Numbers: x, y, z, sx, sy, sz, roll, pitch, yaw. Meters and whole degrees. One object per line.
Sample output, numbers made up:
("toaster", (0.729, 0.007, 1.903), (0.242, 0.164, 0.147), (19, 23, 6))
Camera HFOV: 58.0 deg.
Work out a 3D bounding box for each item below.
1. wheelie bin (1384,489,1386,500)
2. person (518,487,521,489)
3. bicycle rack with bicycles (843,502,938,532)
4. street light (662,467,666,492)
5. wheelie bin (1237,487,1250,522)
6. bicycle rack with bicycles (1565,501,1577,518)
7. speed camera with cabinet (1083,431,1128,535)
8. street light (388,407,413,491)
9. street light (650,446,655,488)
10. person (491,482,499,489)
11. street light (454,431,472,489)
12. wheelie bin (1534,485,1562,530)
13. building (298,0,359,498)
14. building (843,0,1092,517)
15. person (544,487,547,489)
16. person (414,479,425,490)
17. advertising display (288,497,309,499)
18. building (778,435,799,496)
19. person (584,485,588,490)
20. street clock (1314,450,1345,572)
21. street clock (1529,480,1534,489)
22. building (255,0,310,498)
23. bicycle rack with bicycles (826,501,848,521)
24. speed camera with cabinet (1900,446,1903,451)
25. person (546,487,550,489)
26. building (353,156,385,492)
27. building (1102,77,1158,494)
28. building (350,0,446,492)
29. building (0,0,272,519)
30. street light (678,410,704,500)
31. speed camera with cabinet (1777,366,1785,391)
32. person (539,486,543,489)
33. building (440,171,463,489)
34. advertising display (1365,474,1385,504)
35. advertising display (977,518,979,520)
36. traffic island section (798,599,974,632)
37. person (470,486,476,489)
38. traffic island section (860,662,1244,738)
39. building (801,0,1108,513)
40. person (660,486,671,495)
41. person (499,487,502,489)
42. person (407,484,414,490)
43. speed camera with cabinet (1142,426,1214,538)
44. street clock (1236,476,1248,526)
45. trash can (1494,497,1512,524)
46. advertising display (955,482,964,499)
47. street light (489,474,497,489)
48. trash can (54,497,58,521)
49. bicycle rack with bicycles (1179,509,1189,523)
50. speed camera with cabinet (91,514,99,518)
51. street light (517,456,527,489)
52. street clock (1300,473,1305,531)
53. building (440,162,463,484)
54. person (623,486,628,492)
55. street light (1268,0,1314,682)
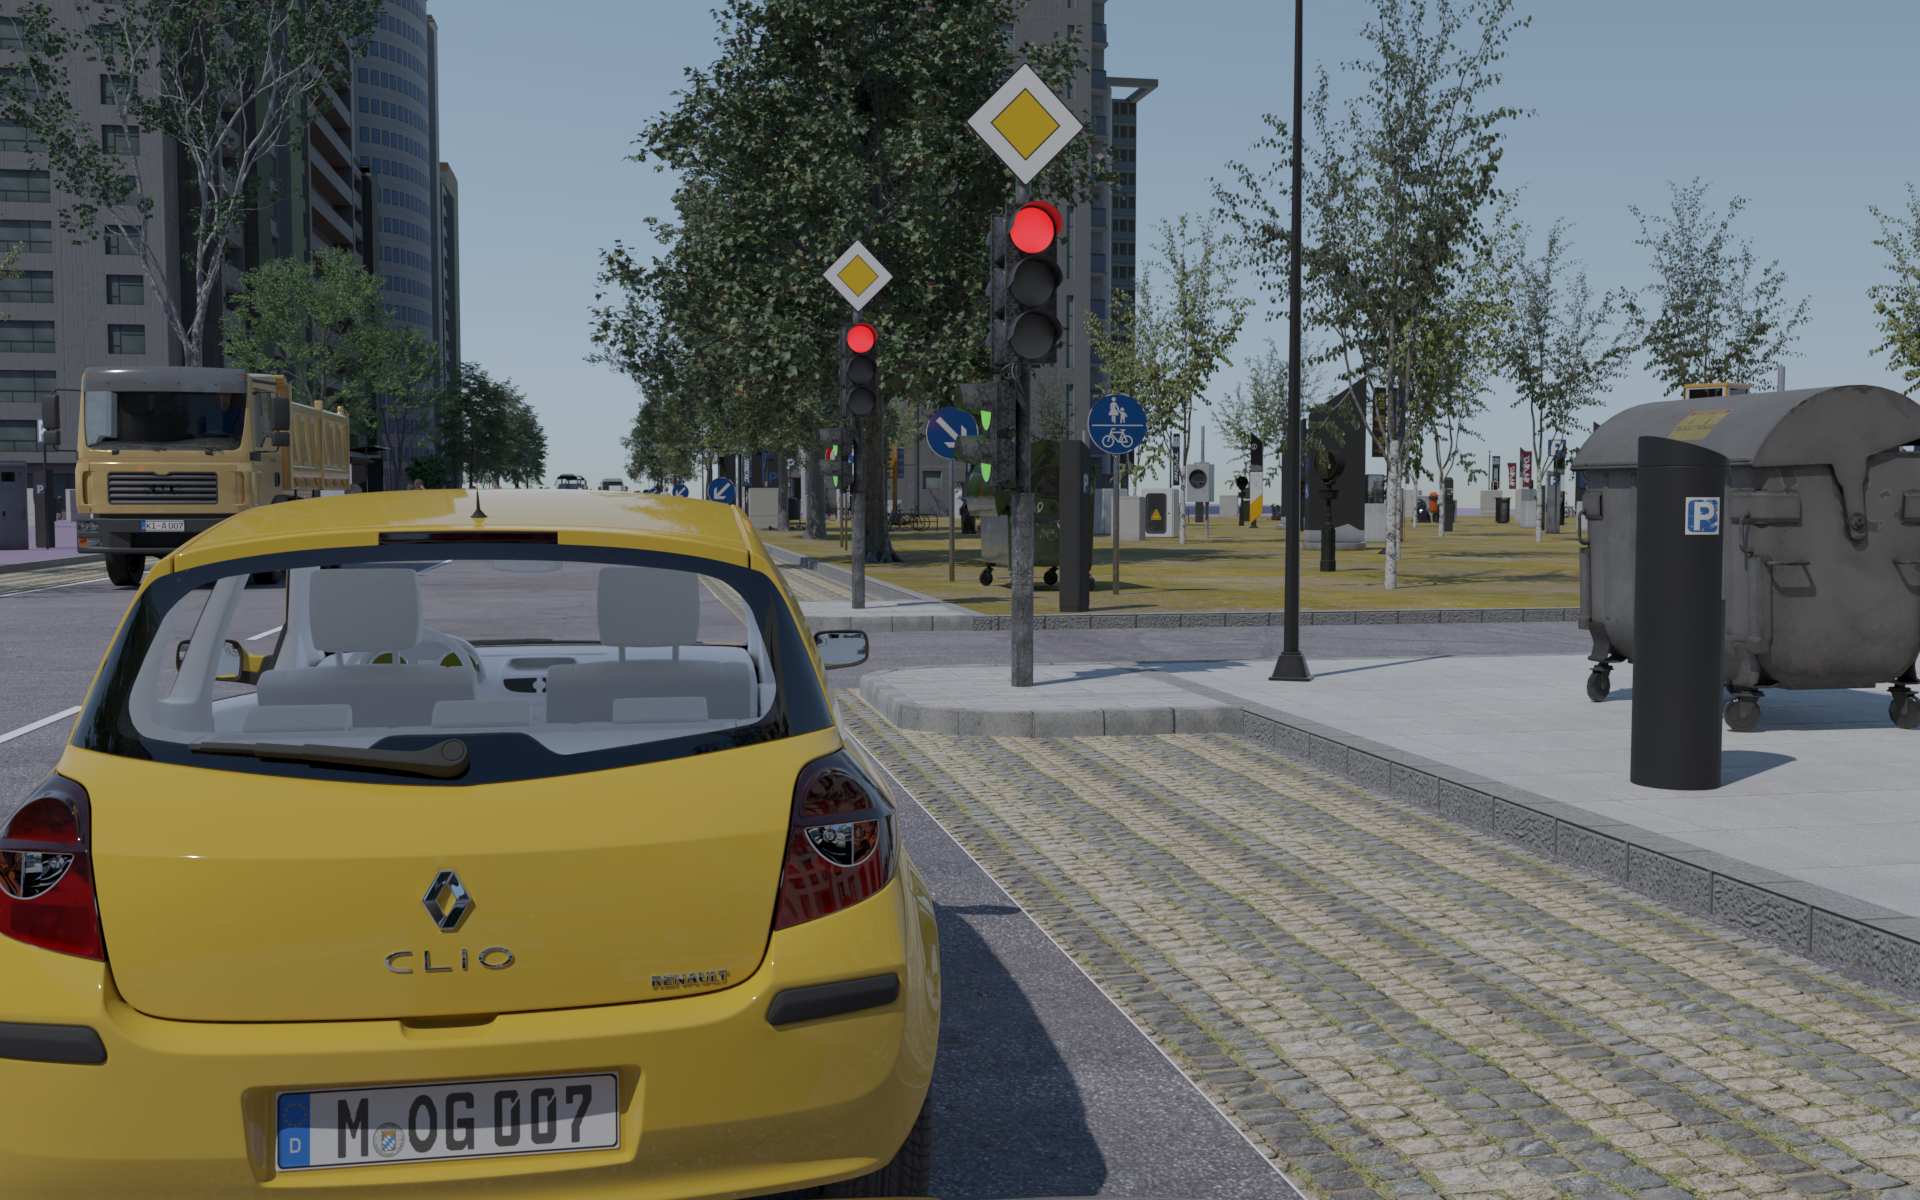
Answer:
("wheelie bin", (23.331, -5.250, 93.746), (0.980, 1.594, 0.693), (-1, 4, -14))
("person", (-23.353, -5.066, 91.533), (0.583, 1.804, 0.606), (0, 4, -5))
("bicycle rack with bicycles", (-2.135, -2.821, 59.500), (2.925, 0.926, 2.852), (-1, 4, -23))
("street light", (-21.934, -9.738, 131.756), (1.470, 5.913, 1.316), (-1, 4, -11))
("wheelie bin", (13.460, -4.474, 81.055), (0.980, 1.594, 0.693), (1, 4, 11))
("bicycle rack with bicycles", (32.013, -4.867, 92.953), (2.925, 0.926, 2.852), (2, 4, 31))
("speed camera with cabinet", (4.335, -3.686, 54.609), (2.038, 3.252, 0.660), (-2, 4, -34))
("street light", (-29.706, -7.304, 91.955), (1.470, 5.913, 1.316), (-1, 4, -11))
("street light", (-30.960, -12.500, 176.919), (1.470, 5.913, 1.316), (-1, 4, -11))
("person", (-14.451, -2.793, 54.355), (0.592, 1.802, 0.473), (1, 4, 18))
("street light", (-36.915, -9.537, 128.475), (1.470, 5.913, 1.316), (-1, 4, -11))
("wheelie bin", (20.785, -3.269, 61.362), (0.980, 1.594, 0.693), (0, 4, -5))
("building", (-56.497, -30.672, 125.185), (21.300, 48.544, 21.600), (-1, 4, -11))
("building", (-0.574, -25.701, 103.799), (14.154, 41.232, 14.086), (-1, 4, -11))
("person", (-26.316, -6.250, 110.315), (1.348, 1.869, 0.705), (-2, 4, -27))
("person", (-13.441, -2.094, 42.985), (0.600, 1.795, 0.529), (3, 5, 42))
("advertising display", (-32.594, -4.903, 85.374), (0.974, 1.923, 0.123), (-1, 4, -11))
("building", (-17.008, -36.364, 214.158), (23.786, 49.044, 30.456), (-1, 4, -11))
("person", (-14.261, -3.486, 65.842), (0.624, 1.780, 0.694), (-3, 5, -43))
("street clock", (6.085, -1.469, 28.586), (0.358, 2.002, 0.471), (-3, 5, -40))
("street clock", (29.093, -5.121, 88.291), (0.358, 2.002, 0.471), (1, 4, 14))
("building", (-49.656, -25.995, 108.605), (14.154, 41.232, 14.086), (-1, 4, -11))
("bicycle rack with bicycles", (-5.803, -4.300, 83.682), (2.925, 0.926, 2.852), (-1, 4, -18))
("speed camera with cabinet", (31.103, -3.939, 58.745), (2.038, 3.252, 0.660), (2, 4, 31))
("person", (-20.587, -4.745, 86.427), (0.374, 1.781, 0.599), (2, 4, 33))
("building", (-56.468, -22.800, 144.483), (14.160, 30.474, 14.107), (-1, 4, -11))
("building", (-1.402, -28.187, 152.746), (32.217, 40.220, 23.993), (-1, 4, -11))
("building", (-69.253, -39.648, 190.247), (21.231, 58.520, 28.212), (-1, 4, -11))
("building", (-46.275, -19.767, 94.892), (14.160, 30.474, 14.107), (-1, 4, -11))
("street light", (-14.645, -7.484, 94.910), (1.470, 5.913, 1.316), (-1, 4, -11))
("speed camera with cabinet", (13.284, -2.022, 27.388), (2.038, 3.252, 0.660), (-2, 4, -24))
("person", (-20.566, -4.665, 84.869), (0.616, 1.811, 0.778), (-3, 4, -36))
("building", (-69.209, -32.337, 212.302), (14.154, 41.232, 14.086), (-1, 4, -11))
("advertising display", (13.395, -3.105, 55.977), (0.974, 1.923, 0.123), (-3, 5, -44))
("advertising display", (1.162, -4.865, 84.760), (0.123, 1.923, 0.974), (-3, 5, -40))
("traffic island section", (-1.115, 0.176, 19.410), (2.009, 0.180, 2.903), (-1, 4, -11))
("person", (-17.116, -3.134, 60.571), (0.643, 1.720, 0.563), (1, 4, 9))
("traffic island section", (0.439, 0.655, 11.578), (2.009, 0.180, 2.903), (-1, 4, -11))
("building", (-1.088, -35.678, 125.328), (21.231, 58.520, 28.212), (-1, 4, -11))
("person", (-12.397, -3.926, 73.178), (0.782, 1.767, 0.515), (1, 4, 12))
("person", (-20.927, -4.251, 78.495), (0.515, 1.767, 0.782), (0, 4, -1))
("person", (-18.298, -2.985, 57.665), (0.694, 1.780, 0.624), (-2, 4, -30))
("speed camera with cabinet", (6.344, -3.432, 50.442), (2.038, 3.252, 0.660), (2, 4, 25))
("street clock", (11.299, -3.968, 69.449), (0.471, 2.002, 0.358), (0, 4, -4))
("trash can", (23.666, -3.906, 75.524), (0.748, 1.137, 0.748), (0, 3, 0))
("advertising display", (-0.123, -5.142, 89.278), (0.123, 1.923, 0.974), (-3, 4, -36))
("street light", (-44.322, -11.778, 165.105), (1.470, 5.913, 1.316), (-1, 4, -11))
("trash can", (-40.698, -4.017, 77.339), (0.748, 1.137, 0.748), (0, 3, 0))
("bicycle rack with bicycles", (8.757, -3.819, 75.823), (2.852, 0.926, 2.925), (2, 4, 23))
("speed camera with cabinet", (-33.184, -4.518, 68.203), (2.038, 3.252, 0.660), (1, 4, 8))
("street light", (-53.325, -14.567, 210.711), (1.470, 5.913, 1.316), (-1, 4, -11))
("street clock", (11.712, -3.362, 59.536), (0.358, 2.002, 0.471), (-1, 4, -12))
("building", (-73.110, -35.256, 226.551), (14.600, 45.320, 14.200), (-1, 4, -11))
("person", (-16.073, -4.624, 84.117), (0.660, 1.820, 0.620), (3, 5, 44))
("street light", (1.761, -2.396, 11.713), (1.470, 5.913, 1.316), (-1, 4, -11))
